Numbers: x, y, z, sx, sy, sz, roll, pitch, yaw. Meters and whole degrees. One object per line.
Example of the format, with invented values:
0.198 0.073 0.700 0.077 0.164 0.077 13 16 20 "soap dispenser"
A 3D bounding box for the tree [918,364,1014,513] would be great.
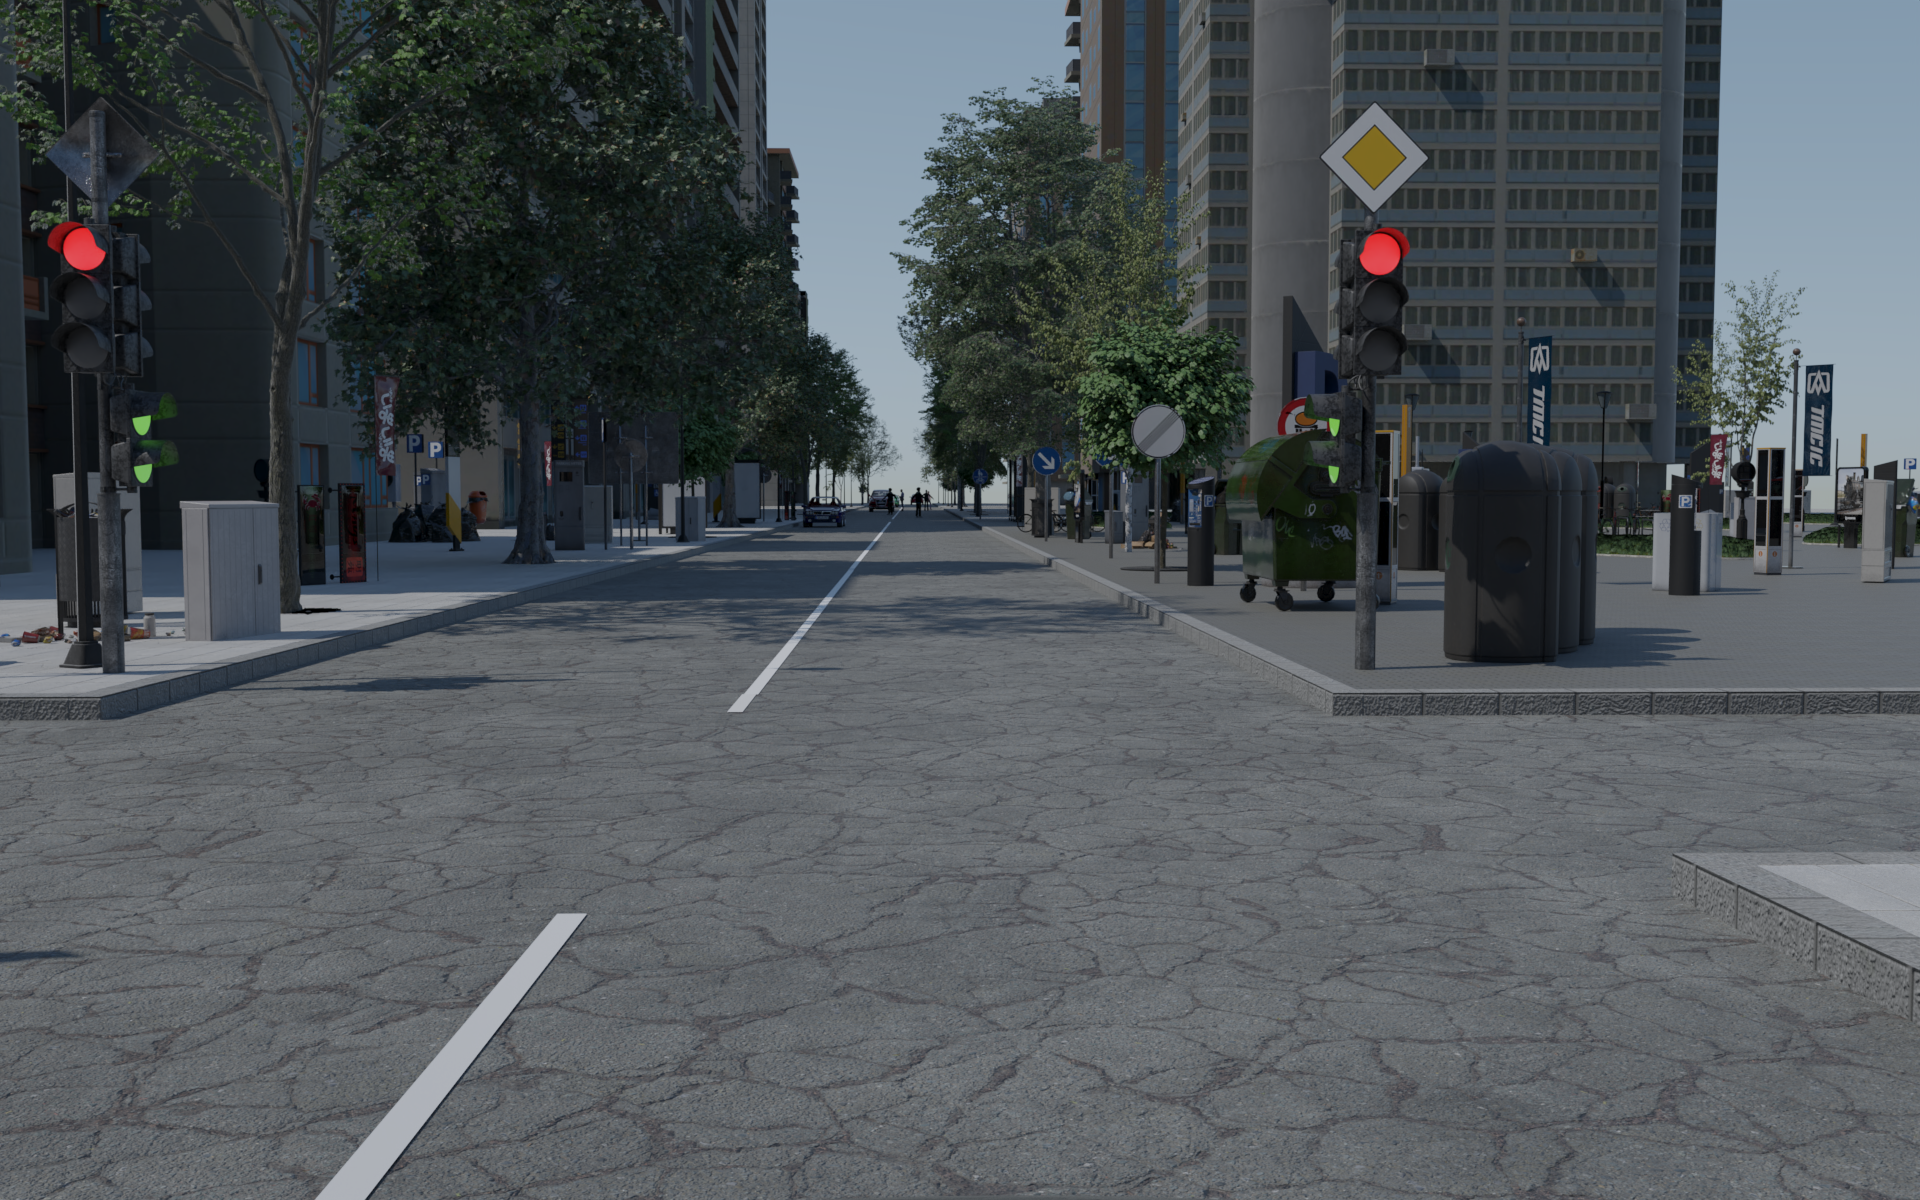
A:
0.774 -12.101 115.980 7.486 12.596 7.792 0 3 0 "tree"

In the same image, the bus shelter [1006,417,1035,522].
3.199 -6.424 82.671 2.179 5.291 8.768 0 4 -1 "bus shelter"

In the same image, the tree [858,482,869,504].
-13.106 -14.759 235.909 1.663 3.219 1.824 0 3 0 "tree"

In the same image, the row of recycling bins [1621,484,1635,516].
25.296 -3.782 68.947 1.069 1.692 3.534 -2 4 -33 "row of recycling bins"

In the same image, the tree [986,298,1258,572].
3.406 -2.779 29.155 4.285 4.588 4.351 0 3 0 "tree"

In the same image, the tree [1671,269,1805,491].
26.048 -6.558 57.579 4.737 8.622 4.395 0 3 0 "tree"

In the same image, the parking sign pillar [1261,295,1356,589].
4.942 -2.178 24.075 1.447 3.967 1.447 3 4 36 "parking sign pillar"

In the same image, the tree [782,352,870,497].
-10.323 -12.986 130.451 7.486 12.596 7.792 0 3 0 "tree"

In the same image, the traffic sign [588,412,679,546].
-8.098 -3.000 42.930 2.265 3.308 0.079 0 4 4 "traffic sign"

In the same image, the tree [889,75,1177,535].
2.674 -8.981 53.499 9.857 13.997 8.962 0 3 0 "tree"

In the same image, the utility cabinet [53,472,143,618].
-9.013 -0.577 18.117 0.318 1.500 1.173 0 4 2 "utility cabinet"

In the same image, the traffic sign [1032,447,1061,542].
2.330 -2.853 46.747 0.768 2.556 0.104 0 4 0 "traffic sign"

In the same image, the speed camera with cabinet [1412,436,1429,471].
16.349 -3.967 59.192 2.038 3.252 0.660 2 4 24 "speed camera with cabinet"

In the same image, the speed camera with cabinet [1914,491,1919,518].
49.347 -5.712 87.733 2.038 3.252 0.660 1 4 21 "speed camera with cabinet"

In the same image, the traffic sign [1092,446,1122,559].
3.007 -2.098 34.409 0.768 2.556 0.104 0 4 6 "traffic sign"

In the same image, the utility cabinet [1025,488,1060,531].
2.816 -3.089 59.181 1.173 1.500 0.318 1 4 15 "utility cabinet"

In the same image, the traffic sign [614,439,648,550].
-7.595 -2.439 39.981 0.768 2.556 0.104 0 4 0 "traffic sign"

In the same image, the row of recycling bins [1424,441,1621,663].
4.835 -0.463 14.676 1.069 1.692 3.534 2 4 25 "row of recycling bins"

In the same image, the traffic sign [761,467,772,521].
-9.186 -4.949 81.028 0.768 2.556 0.104 0 4 0 "traffic sign"

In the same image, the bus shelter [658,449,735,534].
-8.875 -3.885 57.451 2.014 3.302 5.546 0 4 -1 "bus shelter"

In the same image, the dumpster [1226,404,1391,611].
3.930 -1.050 19.656 1.502 2.255 1.985 0 4 -2 "dumpster"

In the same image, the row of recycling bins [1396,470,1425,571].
8.108 -1.333 28.912 1.069 1.692 3.534 -3 5 -42 "row of recycling bins"

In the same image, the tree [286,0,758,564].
-7.936 -7.024 31.854 9.611 12.733 9.660 0 3 0 "tree"

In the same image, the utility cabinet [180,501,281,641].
-6.525 -0.269 15.555 0.306 1.237 1.020 1 4 12 "utility cabinet"

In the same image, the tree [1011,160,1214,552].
3.570 -5.378 38.291 4.737 8.622 4.395 0 3 0 "tree"

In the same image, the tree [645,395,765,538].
-7.966 -4.114 50.981 4.285 4.588 4.351 0 3 0 "tree"

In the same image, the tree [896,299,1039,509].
1.173 -17.984 149.924 12.611 20.169 13.585 0 3 0 "tree"

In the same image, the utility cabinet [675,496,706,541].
-7.368 -2.210 47.297 1.020 1.237 0.306 3 5 44 "utility cabinet"

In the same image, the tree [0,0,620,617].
-7.153 -5.664 18.358 9.928 11.665 9.643 0 3 0 "tree"

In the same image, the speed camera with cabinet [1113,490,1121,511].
7.270 -4.980 75.756 0.660 3.252 2.038 -2 4 -24 "speed camera with cabinet"

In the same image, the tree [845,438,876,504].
-13.045 -17.047 229.084 4.360 8.622 3.978 0 3 0 "tree"

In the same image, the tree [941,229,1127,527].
2.844 -8.639 67.008 9.928 11.665 9.643 0 3 0 "tree"

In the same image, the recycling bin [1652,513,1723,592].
9.680 -0.642 23.047 0.722 1.027 0.722 3 4 36 "recycling bin"

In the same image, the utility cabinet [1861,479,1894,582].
13.467 -1.022 25.391 0.318 1.500 1.173 2 4 33 "utility cabinet"

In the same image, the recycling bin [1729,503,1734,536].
23.082 -2.342 50.842 0.722 1.027 0.722 3 5 43 "recycling bin"

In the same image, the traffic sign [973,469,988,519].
1.027 -5.354 87.651 0.768 2.556 0.104 0 4 0 "traffic sign"

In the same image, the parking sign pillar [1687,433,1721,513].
33.057 -5.415 77.010 1.447 3.967 1.447 0 4 0 "parking sign pillar"

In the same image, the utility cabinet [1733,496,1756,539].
21.827 -2.229 47.604 1.020 1.237 0.306 0 4 -2 "utility cabinet"

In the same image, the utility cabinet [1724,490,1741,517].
37.441 -4.582 83.600 1.173 1.500 0.318 0 4 -3 "utility cabinet"

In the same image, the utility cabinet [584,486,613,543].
-9.618 -2.218 44.936 1.173 1.500 0.318 0 4 -6 "utility cabinet"

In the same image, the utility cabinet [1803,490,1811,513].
40.882 -4.601 83.909 0.318 1.500 1.173 3 5 44 "utility cabinet"

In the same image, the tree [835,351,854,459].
-8.790 -9.154 66.674 9.611 12.733 9.660 0 3 0 "tree"

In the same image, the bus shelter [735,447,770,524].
-9.457 -5.100 77.302 2.014 3.302 5.546 0 4 -2 "bus shelter"

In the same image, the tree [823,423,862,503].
-10.946 -12.729 158.486 4.737 8.622 4.395 0 3 0 "tree"

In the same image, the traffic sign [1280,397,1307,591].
4.540 -1.389 22.812 0.768 2.556 0.104 0 4 2 "traffic sign"

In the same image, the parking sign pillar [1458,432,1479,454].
22.034 -5.262 74.506 1.447 3.967 1.447 -2 4 -31 "parking sign pillar"

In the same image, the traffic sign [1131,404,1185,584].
2.825 -1.507 24.751 0.768 2.556 0.104 0 4 1 "traffic sign"

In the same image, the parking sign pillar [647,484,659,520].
-14.983 -5.975 86.166 1.447 3.967 1.447 1 4 20 "parking sign pillar"

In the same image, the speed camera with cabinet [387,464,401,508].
-17.347 -3.423 50.296 2.038 3.252 0.660 0 4 -2 "speed camera with cabinet"

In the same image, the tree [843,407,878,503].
-13.215 -20.518 245.831 12.009 13.543 11.850 0 3 0 "tree"
